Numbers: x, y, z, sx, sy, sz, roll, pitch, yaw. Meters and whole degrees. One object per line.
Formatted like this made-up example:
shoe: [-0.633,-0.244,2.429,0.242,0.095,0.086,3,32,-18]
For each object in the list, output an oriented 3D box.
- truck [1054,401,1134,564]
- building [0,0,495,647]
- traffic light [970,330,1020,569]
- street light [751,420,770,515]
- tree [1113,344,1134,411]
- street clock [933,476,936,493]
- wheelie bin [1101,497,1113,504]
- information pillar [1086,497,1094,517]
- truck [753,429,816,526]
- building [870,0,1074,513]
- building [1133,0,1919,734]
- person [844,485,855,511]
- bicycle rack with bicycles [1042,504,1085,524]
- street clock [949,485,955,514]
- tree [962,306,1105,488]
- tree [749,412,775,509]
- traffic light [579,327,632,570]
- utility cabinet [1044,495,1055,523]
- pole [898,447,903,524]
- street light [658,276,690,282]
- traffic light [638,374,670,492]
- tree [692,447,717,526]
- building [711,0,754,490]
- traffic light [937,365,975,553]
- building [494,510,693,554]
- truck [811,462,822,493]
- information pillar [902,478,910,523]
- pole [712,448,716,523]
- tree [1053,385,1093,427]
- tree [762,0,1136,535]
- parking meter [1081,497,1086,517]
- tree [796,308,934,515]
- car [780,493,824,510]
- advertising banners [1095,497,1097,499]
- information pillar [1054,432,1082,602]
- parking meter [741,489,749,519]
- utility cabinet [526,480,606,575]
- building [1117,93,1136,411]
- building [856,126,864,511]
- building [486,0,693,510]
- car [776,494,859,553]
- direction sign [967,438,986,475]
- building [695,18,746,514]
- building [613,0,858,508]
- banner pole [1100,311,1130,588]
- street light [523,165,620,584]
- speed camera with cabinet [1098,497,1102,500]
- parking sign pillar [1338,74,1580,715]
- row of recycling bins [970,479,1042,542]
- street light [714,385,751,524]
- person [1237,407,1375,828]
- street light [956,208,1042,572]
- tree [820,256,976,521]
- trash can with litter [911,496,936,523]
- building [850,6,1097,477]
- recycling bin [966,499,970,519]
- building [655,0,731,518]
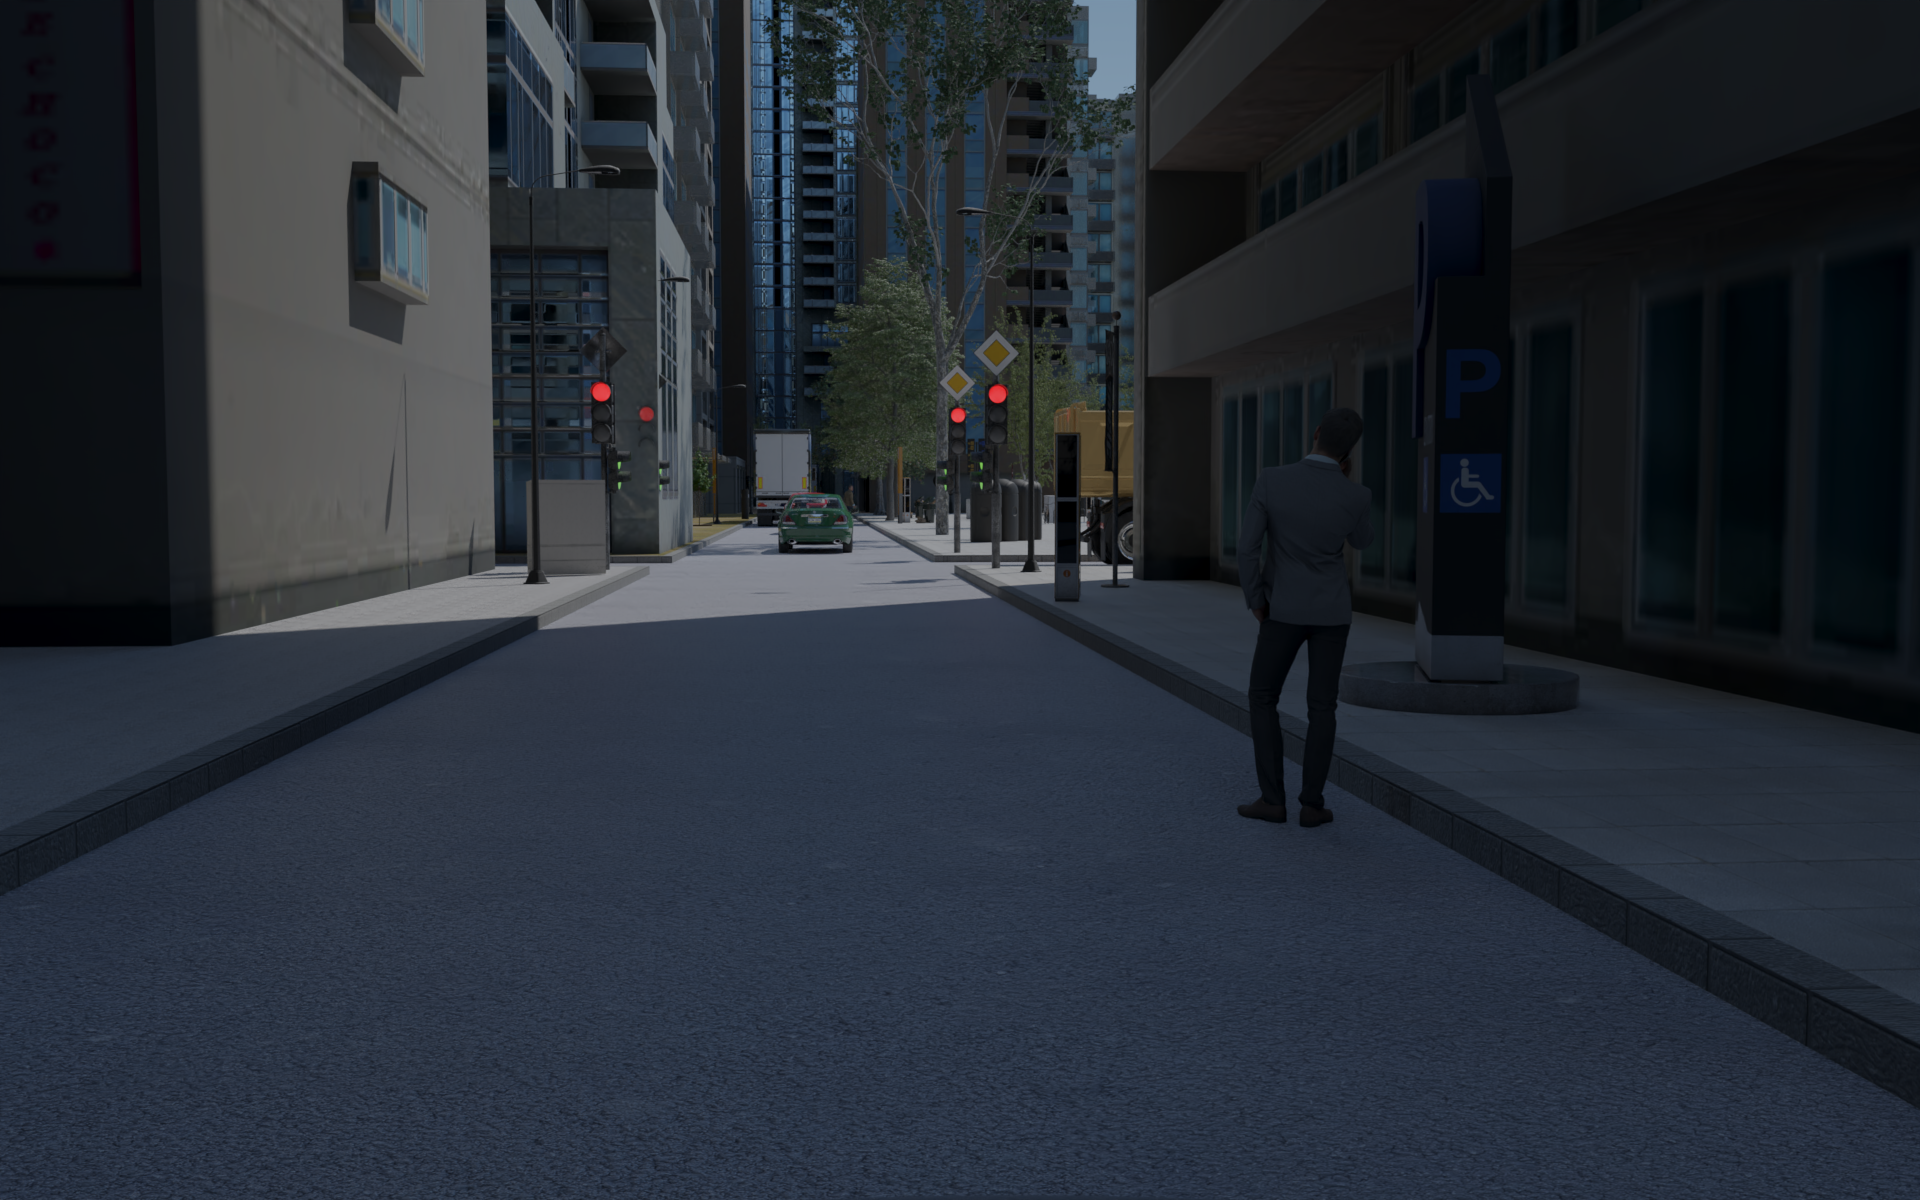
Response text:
truck: [6.823,-2.311,33.703,9.791,3.379,3.469,0,4,-4]
building: [-17.476,-24.027,16.550,21.600,48.544,21.300,0,4,-5]
traffic light: [0.601,-2.499,29.785,0.839,4.253,0.868,0,4,-5]
street light: [-12.586,-8.322,108.610,1.470,5.913,1.316,0,4,-5]
tree: [8.678,-7.981,80.849,4.737,8.622,4.395,0,3,0]
street clock: [-0.745,-3.622,63.794,0.471,2.002,0.358,1,4,10]
wheelie bin: [5.567,-3.372,63.045,0.980,1.594,0.693,3,5,43]
information pillar: [6.912,-5.355,92.053,0.304,2.012,0.304,2,4,27]
truck: [-8.113,-5.584,80.214,2.839,4.237,11.283,0,4,-5]
building: [-0.092,-28.878,122.260,14.600,45.320,14.200,0,4,-5]
building: [14.148,-23.962,15.481,21.300,48.544,21.600,0,4,-5]
person: [-4.962,-4.240,77.742,0.656,1.842,0.836,1,4,20]
bicycle rack with bicycles: [4.530,-4.093,80.301,2.852,0.926,2.925,-1,4,-21]
street clock: [-0.597,-6.607,112.590,0.471,2.002,0.358,-1,4,-15]
tree: [2.360,-7.125,66.851,4.737,8.622,4.395,0,3,0]
tree: [-18.796,-12.809,159.791,4.737,8.622,4.395,0,3,0]
traffic light: [-5.985,-2.464,29.207,0.839,4.253,0.868,0,4,-5]
utility cabinet: [4.150,-4.011,76.745,0.306,1.237,1.020,3,5,41]
pole: [-2.595,-4.961,74.949,0.158,3.312,0.155,0,3,0]
street light: [-6.462,-3.947,37.072,1.470,5.913,1.316,0,4,-5]
traffic light: [-6.667,-2.951,37.163,0.839,4.253,0.868,0,4,-5]
tree: [-10.373,-4.579,69.464,1.663,3.219,1.824,0,3,0]
building: [-23.840,-29.868,138.455,14.600,45.320,14.200,0,4,-5]
traffic light: [-0.081,-2.986,37.741,0.839,4.253,0.868,0,4,-5]
building: [-18.862,-45.025,48.837,22.319,86.520,31.000,0,4,-5]
truck: [-13.973,-10.253,156.555,2.839,4.237,11.283,0,4,-4]
information pillar: [-2.416,-4.459,77.397,0.304,2.012,0.304,-2,4,-30]
pole: [-10.827,-5.052,76.437,0.158,3.312,0.155,0,3,0]
tree: [7.630,-9.862,111.606,4.360,8.622,3.978,0,3,0]
tree: [0.719,-12.057,53.029,12.611,20.169,13.585,0,3,0]
parking meter: [7.029,-5.633,97.815,0.255,1.863,0.399,3,5,44]
tree: [-4.922,-11.514,105.264,9.611,12.733,9.660,0,3,0]
car: [-5.480,-3.296,62.922,2.155,1.783,4.494,0,4,-3]
advertising banners: [8.173,-6.530,102.951,0.090,3.025,2.074,3,4,36]
information pillar: [1.290,-0.992,20.713,0.304,2.012,0.304,0,4,7]
parking meter: [-10.999,-4.908,88.652,0.372,1.533,0.369,0,3,0]
utility cabinet: [-6.199,-1.137,27.264,1.173,1.500,0.318,-2,4,-29]
building: [21.516,-36.116,210.108,30.456,49.044,23.786,0,4,-5]
building: [-1.198,-22.330,136.797,14.160,30.474,14.107,0,4,-5]
building: [-35.319,-52.638,173.301,31.000,86.520,22.319,0,4,-5]
car: [-3.604,-1.947,43.637,2.131,1.459,4.920,0,4,-3]
direction sign: [0.676,-4.809,70.624,0.876,3.537,0.379,2,4,33]
building: [-25.587,-41.702,120.080,20.563,71.187,20.611,0,4,-5]
building: [-23.579,-54.540,204.395,31.000,86.520,22.319,0,4,-5]
banner pole: [2.065,-2.051,23.552,0.401,3.779,0.863,1,4,19]
street light: [-5.507,-3.184,24.597,1.470,5.913,1.316,0,4,-5]
speed camera with cabinet: [6.406,-4.709,71.330,0.660,3.252,2.038,3,4,36]
parking sign pillar: [3.075,-1.355,10.626,1.447,3.967,1.447,1,4,11]
row of recycling bins: [1.330,-2.464,47.391,1.069,1.692,3.534,2,4,26]
street light: [-9.799,-6.185,73.662,1.470,5.913,1.316,0,4,-5]
person: [1.493,0.069,7.548,0.592,1.802,0.473,1,4,20]
street light: [0.630,-3.410,28.294,1.470,5.913,1.316,0,4,-5]
tree: [-2.954,-10.083,82.989,7.486,12.596,7.792,0,3,0]
trash can with litter: [-1.466,-3.951,75.985,0.624,1.170,1.055,3,5,40]
building: [0.977,-33.893,173.763,23.786,49.044,30.456,0,4,-5]
recycling bin: [0.784,-4.631,88.265,0.722,1.027,0.722,2,4,28]
building: [-24.202,-28.668,88.322,23.786,49.044,30.456,0,4,-5]
